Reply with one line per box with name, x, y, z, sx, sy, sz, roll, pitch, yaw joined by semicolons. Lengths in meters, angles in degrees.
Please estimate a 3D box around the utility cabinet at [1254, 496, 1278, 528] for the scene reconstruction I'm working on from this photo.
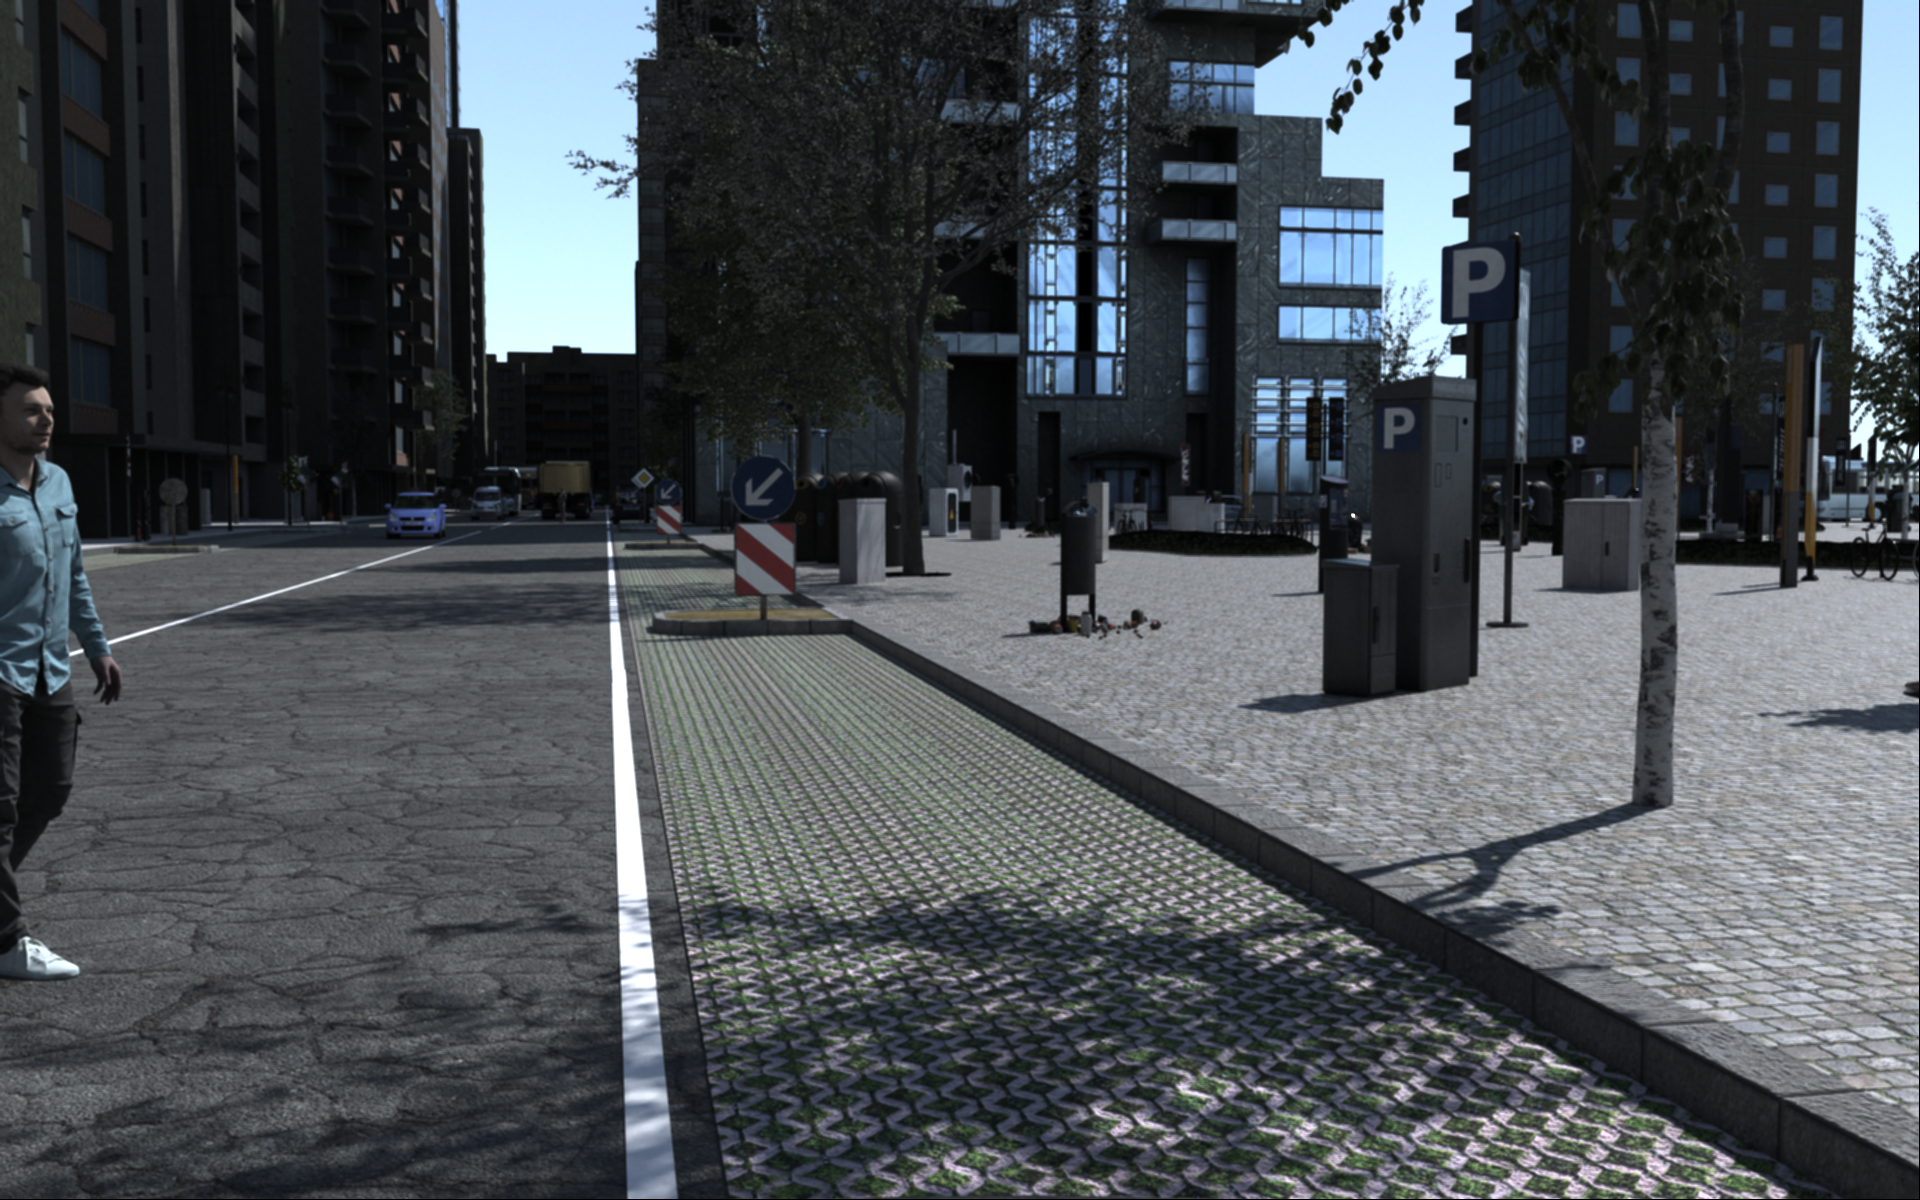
utility cabinet;11.744;-3.385;66.510;0.306;1.237;1.020;-2;4;-35

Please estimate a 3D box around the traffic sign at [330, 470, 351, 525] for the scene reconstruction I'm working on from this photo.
traffic sign;-25.531;-4.146;71.426;0.795;2.450;0.064;-1;4;-12

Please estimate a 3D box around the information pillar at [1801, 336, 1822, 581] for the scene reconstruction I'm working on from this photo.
information pillar;12.580;-2.091;25.549;0.183;3.616;0.504;2;4;34

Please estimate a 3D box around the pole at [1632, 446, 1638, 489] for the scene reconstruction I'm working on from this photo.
pole;28.662;-4.879;73.614;0.158;3.312;0.155;0;3;0

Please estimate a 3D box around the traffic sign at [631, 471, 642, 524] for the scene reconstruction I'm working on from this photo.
traffic sign;-13.627;-4.293;73.829;0.795;2.450;0.064;-1;4;-12

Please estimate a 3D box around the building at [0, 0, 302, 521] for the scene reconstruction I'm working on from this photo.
building;-40.339;-19.014;82.581;14.160;30.474;14.107;-1;4;-12

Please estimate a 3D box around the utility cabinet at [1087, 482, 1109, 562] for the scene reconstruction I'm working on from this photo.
utility cabinet;2.587;-1.464;32.611;0.318;1.500;1.173;1;4;11

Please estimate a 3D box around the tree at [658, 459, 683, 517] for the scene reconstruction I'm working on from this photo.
tree;-15.603;-6.172;95.513;1.663;3.219;1.824;0;3;0

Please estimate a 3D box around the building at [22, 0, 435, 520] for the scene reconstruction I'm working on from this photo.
building;-46.216;-27.912;110.986;22.147;44.769;28.867;-1;4;-12

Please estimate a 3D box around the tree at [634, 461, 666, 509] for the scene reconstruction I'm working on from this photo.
tree;-27.002;-10.349;152.913;4.285;4.588;4.351;0;3;0

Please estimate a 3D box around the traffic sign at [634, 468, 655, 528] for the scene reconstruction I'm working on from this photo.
traffic sign;-12.029;-3.814;66.005;0.795;2.450;0.064;-1;4;-12

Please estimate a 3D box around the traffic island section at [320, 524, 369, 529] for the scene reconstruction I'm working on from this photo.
traffic island section;-25.552;-3.009;71.483;2.009;0.180;2.903;-1;4;-12

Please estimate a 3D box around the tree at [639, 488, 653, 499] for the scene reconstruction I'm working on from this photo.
tree;-28.037;-9.874;156.046;1.663;3.219;1.824;0;3;0

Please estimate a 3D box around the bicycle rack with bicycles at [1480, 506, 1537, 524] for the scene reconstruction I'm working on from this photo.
bicycle rack with bicycles;16.235;-2.511;54.437;2.852;0.926;2.925;-3;5;-39

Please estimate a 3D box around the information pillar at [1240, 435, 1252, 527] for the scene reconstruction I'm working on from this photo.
information pillar;11.318;-4.713;68.407;0.504;3.616;0.183;-2;4;-32

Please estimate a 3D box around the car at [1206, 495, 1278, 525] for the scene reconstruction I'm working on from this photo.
car;11.586;-3.796;74.066;4.499;1.417;2.014;-1;4;-10

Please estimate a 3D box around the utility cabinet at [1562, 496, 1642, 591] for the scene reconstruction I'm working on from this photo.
utility cabinet;8.626;-0.743;23.316;0.306;1.237;1.020;-2;4;-34

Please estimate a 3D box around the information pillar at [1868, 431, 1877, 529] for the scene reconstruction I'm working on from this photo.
information pillar;33.806;-4.453;64.164;0.183;3.616;0.504;1;4;12

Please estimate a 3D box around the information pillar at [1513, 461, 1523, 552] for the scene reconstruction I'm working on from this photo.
information pillar;12.391;-2.094;38.734;0.304;2.012;0.304;1;4;11

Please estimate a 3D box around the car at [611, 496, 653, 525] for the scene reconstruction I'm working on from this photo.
car;-15.615;-4.271;82.403;1.945;1.354;3.894;-1;4;-10

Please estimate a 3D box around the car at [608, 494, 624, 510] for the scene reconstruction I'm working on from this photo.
car;-30.791;-8.989;156.753;2.009;1.686;4.222;-1;4;-13

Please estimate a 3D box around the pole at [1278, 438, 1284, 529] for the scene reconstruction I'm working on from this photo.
pole;11.687;-4.234;63.062;0.158;3.312;0.155;0;3;0

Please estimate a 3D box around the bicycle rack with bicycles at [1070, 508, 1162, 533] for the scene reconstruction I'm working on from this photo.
bicycle rack with bicycles;3.817;-1.846;43.570;2.852;0.926;2.925;1;4;9

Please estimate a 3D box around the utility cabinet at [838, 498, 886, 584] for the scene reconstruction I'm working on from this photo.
utility cabinet;-1.414;-0.850;25.053;0.306;1.237;1.020;1;4;22

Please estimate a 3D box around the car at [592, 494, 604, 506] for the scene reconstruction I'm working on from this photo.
car;-43.090;-11.997;204.951;1.959;1.807;4.718;-1;4;-13

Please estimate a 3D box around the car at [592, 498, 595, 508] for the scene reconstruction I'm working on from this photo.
car;-38.915;-10.434;180.190;1.945;1.707;3.694;-1;4;-11

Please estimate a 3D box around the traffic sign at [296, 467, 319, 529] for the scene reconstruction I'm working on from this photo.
traffic sign;-23.932;-3.667;63.602;0.795;2.450;0.064;-1;4;-12

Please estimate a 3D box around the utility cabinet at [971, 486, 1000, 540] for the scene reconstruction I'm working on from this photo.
utility cabinet;0.717;-2.419;48.223;0.318;1.500;1.173;-2;4;-29

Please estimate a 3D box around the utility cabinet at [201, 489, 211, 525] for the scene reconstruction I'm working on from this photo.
utility cabinet;-31.225;-3.799;70.784;1.173;1.500;0.318;1;4;13

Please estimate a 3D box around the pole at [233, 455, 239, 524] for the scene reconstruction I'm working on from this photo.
pole;-31.030;-4.914;74.183;0.158;3.312;0.155;0;3;0

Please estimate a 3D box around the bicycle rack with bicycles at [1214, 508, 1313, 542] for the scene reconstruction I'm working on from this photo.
bicycle rack with bicycles;8.042;-1.915;44.687;2.925;0.926;2.852;-3;5;-42

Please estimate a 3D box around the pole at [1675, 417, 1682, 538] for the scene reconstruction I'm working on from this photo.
pole;19.042;-3.188;45.974;0.158;3.312;0.155;0;3;0

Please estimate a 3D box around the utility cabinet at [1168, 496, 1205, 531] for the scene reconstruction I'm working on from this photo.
utility cabinet;6.512;-2.363;49.797;1.020;1.237;0.306;0;4;-7

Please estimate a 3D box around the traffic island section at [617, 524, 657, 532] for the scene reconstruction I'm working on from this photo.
traffic island section;-12.007;-2.679;66.087;2.009;0.180;2.903;-1;4;-12

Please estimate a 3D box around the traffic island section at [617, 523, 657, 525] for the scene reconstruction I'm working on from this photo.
traffic island section;-13.606;-3.158;73.911;2.009;0.180;2.903;-1;4;-12

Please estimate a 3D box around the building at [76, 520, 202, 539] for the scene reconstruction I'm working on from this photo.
building;-38.200;-24.123;49.037;28.867;44.769;22.147;-1;4;-12

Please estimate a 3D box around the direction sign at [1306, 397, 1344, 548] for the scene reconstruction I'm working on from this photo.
direction sign;8.545;-2.974;40.621;0.876;3.537;0.379;0;4;-1

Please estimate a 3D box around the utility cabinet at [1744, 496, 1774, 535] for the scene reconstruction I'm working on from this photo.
utility cabinet;25.508;-2.683;55.030;1.020;1.237;0.306;3;5;44

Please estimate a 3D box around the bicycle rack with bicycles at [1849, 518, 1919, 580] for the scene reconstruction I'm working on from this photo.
bicycle rack with bicycles;14.687;-0.733;25.361;2.852;0.926;2.925;1;4;11

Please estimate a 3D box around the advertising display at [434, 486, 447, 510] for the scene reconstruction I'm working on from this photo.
advertising display;-43.042;-8.457;143.493;0.974;1.923;0.123;0;4;-6

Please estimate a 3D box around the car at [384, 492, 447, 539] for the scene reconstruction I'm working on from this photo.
car;-17.720;-2.867;56.463;1.945;1.707;3.694;-1;4;-13

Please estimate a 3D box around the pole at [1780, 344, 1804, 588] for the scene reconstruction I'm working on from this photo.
pole;11.407;-1.829;23.749;0.158;3.312;0.155;0;3;0

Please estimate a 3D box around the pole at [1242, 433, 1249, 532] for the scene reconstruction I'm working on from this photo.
pole;9.540;-3.912;57.808;0.158;3.312;0.155;0;3;0

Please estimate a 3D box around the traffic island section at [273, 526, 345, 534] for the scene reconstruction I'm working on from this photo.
traffic island section;-23.953;-2.531;63.659;2.009;0.180;2.903;-1;4;-12
